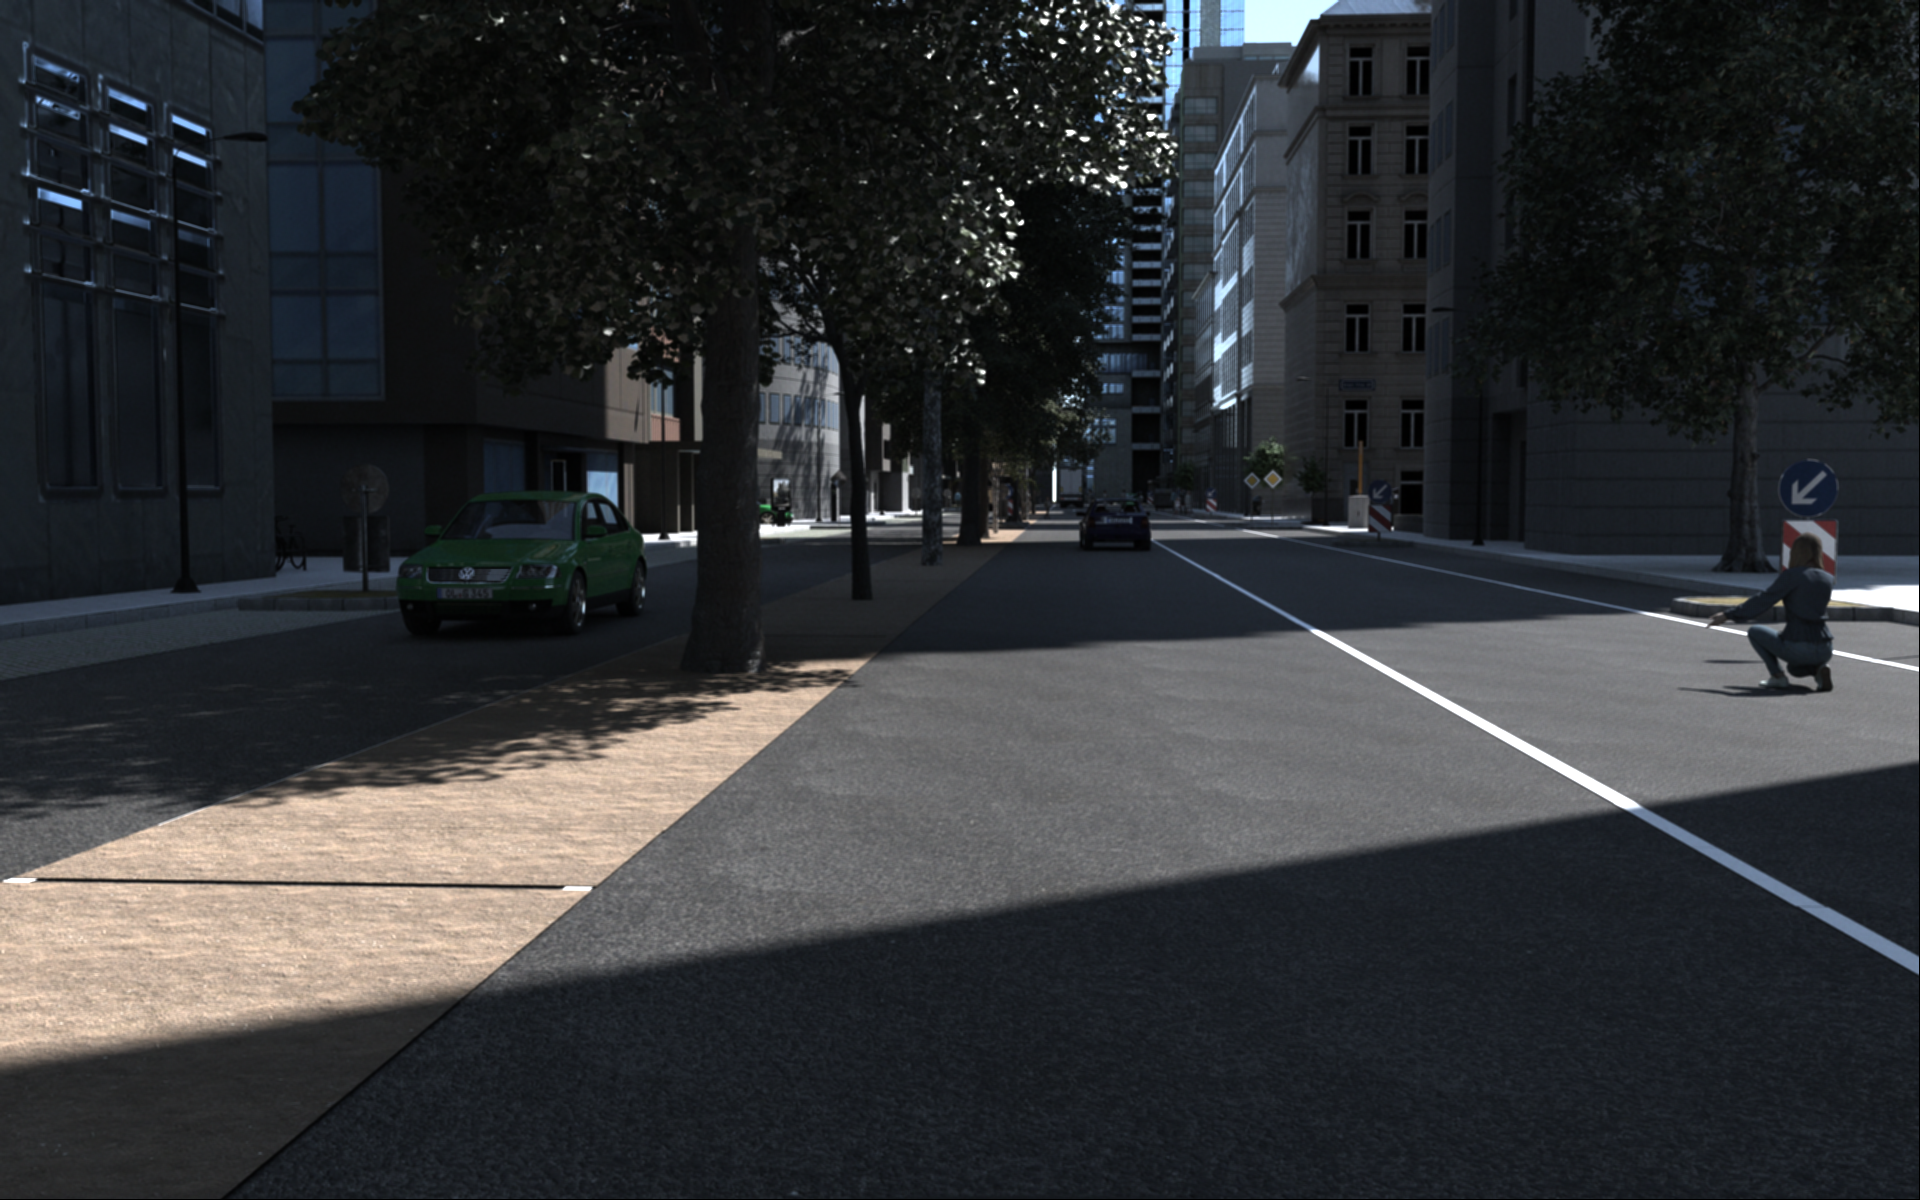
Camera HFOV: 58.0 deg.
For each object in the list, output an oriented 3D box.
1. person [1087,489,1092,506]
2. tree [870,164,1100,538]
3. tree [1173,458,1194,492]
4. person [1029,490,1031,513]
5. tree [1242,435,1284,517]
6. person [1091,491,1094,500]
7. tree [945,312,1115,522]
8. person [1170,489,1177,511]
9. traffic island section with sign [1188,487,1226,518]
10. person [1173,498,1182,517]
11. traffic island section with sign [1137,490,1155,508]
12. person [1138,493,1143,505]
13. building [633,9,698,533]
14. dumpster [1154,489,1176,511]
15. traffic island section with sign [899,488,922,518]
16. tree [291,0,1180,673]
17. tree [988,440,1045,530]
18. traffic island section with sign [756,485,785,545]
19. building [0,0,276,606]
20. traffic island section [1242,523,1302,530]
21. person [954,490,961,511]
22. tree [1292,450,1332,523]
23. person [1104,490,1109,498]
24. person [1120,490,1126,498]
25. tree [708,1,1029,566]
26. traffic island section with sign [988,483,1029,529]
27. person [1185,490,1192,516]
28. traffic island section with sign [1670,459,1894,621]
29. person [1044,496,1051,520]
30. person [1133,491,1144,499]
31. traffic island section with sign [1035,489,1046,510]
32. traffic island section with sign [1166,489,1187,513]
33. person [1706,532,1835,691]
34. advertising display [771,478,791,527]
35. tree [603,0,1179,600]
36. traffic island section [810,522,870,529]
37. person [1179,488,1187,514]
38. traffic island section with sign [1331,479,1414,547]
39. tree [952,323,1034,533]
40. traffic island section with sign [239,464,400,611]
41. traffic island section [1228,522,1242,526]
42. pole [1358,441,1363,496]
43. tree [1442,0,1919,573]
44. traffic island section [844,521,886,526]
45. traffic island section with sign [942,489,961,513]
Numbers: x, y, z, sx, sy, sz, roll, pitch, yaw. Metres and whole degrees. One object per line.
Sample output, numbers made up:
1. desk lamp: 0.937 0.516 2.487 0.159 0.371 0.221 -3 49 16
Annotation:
1. person: 9.739 -7.447 130.433 0.466 1.800 0.511 -1 4 -19
2. tree: 0.666 -8.306 56.388 7.486 12.596 7.792 0 3 0
3. tree: 20.831 -10.598 156.991 4.285 4.588 4.351 0 3 0
4. person: 5.249 -7.536 132.265 0.362 1.759 0.519 3 5 44
5. tree: 17.361 -6.859 95.866 4.285 4.588 4.351 0 3 0
6. person: 15.750 -12.105 206.396 0.705 1.826 1.348 0 4 -5
7. tree: 2.589 -9.947 82.102 9.611 12.733 9.660 0 3 0
8. person: 17.077 -7.919 137.996 0.620 1.820 0.660 3 5 42
9. traffic island section with sign: 14.756 -5.764 102.862 1.989 1.847 2.006 0 4 4
10. person: 13.309 -5.663 106.097 0.505 1.210 0.382 0 4 -5
11. traffic island section with sign: 19.594 -10.473 179.867 1.989 1.847 2.006 0 4 4
12. person: 15.642 -8.522 150.433 0.503 1.515 0.523 -1 4 -15
13. building: -22.311 -24.763 59.504 28.867 44.769 22.147 0 4 4
14. dumpster: 17.014 -8.279 143.574 1.865 1.857 1.264 0 4 3
15. traffic island section with sign: -2.606 -5.859 104.422 1.989 1.847 2.006 0 4 4
16. tree: -1.914 -6.400 13.759 9.857 13.997 8.962 0 3 0
17. tree: 1.386 -7.026 67.696 4.737 8.622 4.395 0 3 0
18. traffic island section with sign: -6.057 -2.499 49.486 1.989 1.847 2.006 0 4 4
19. building: -20.692 -42.606 9.285 22.319 86.520 31.000 0 4 4
20. traffic island section: 12.706 -2.940 70.342 2.009 0.180 2.903 0 4 4
21. person: -0.190 -8.292 144.413 0.601 1.785 0.444 -1 4 -14
22. tree: 15.638 -5.019 76.665 1.663 3.219 1.824 0 3 0
23. person: 12.487 -8.493 147.927 0.524 1.755 0.480 0 4 4
24. person: 13.216 -8.029 140.049 0.678 1.792 0.850 3 5 42
25. tree: -1.715 -10.800 34.931 12.611 20.169 13.585 0 3 0
26. traffic island section with sign: 2.128 -4.314 78.666 2.006 1.907 1.989 0 4 4
27. person: 14.846 -6.295 112.432 0.512 1.701 0.522 0 4 6
28. traffic island section with sign: 9.584 -0.725 20.478 1.989 1.847 2.006 0 4 4
29. person: 4.956 -5.190 97.626 0.475 1.303 0.640 -3 5 -41
30. person: 16.628 -9.289 161.191 1.217 1.723 0.721 -1 4 -14
31. traffic island section with sign: 6.830 -8.900 153.657 2.006 1.907 1.989 0 4 4
32. traffic island section with sign: 16.450 -7.409 129.764 1.989 1.847 2.006 0 4 4
33. person: 6.069 0.072 12.824 1.012 1.151 0.738 0 4 -4
34. advertising display: -7.046 -3.848 68.129 0.123 1.923 0.974 3 5 40
35. tree: -1.276 -5.292 23.395 8.767 10.594 7.601 0 4 4
36. traffic island section: -5.000 -3.008 71.456 2.009 0.180 2.903 0 4 4
37. person: 15.777 -6.971 122.275 0.655 1.846 0.447 -1 4 -9
38. traffic island section with sign: 11.281 -2.381 47.559 1.989 1.847 2.006 0 4 4
39. tree: 1.307 -6.742 63.052 4.360 8.622 3.978 0 3 0
40. traffic island section with sign: -7.769 -0.820 22.039 1.989 1.847 2.006 0 4 4
41. traffic island section: 13.207 -3.427 78.312 2.009 0.180 2.903 0 4 4
42. pole: 15.348 -4.439 66.413 0.158 3.312 0.155 0 3 0
43. tree: 12.827 -6.803 28.242 9.611 12.733 9.660 0 3 0
44. traffic island section: -4.500 -3.495 79.425 2.009 0.180 2.903 0 4 4
45. traffic island section with sign: -0.910 -7.504 131.324 1.989 1.847 2.006 0 4 4
